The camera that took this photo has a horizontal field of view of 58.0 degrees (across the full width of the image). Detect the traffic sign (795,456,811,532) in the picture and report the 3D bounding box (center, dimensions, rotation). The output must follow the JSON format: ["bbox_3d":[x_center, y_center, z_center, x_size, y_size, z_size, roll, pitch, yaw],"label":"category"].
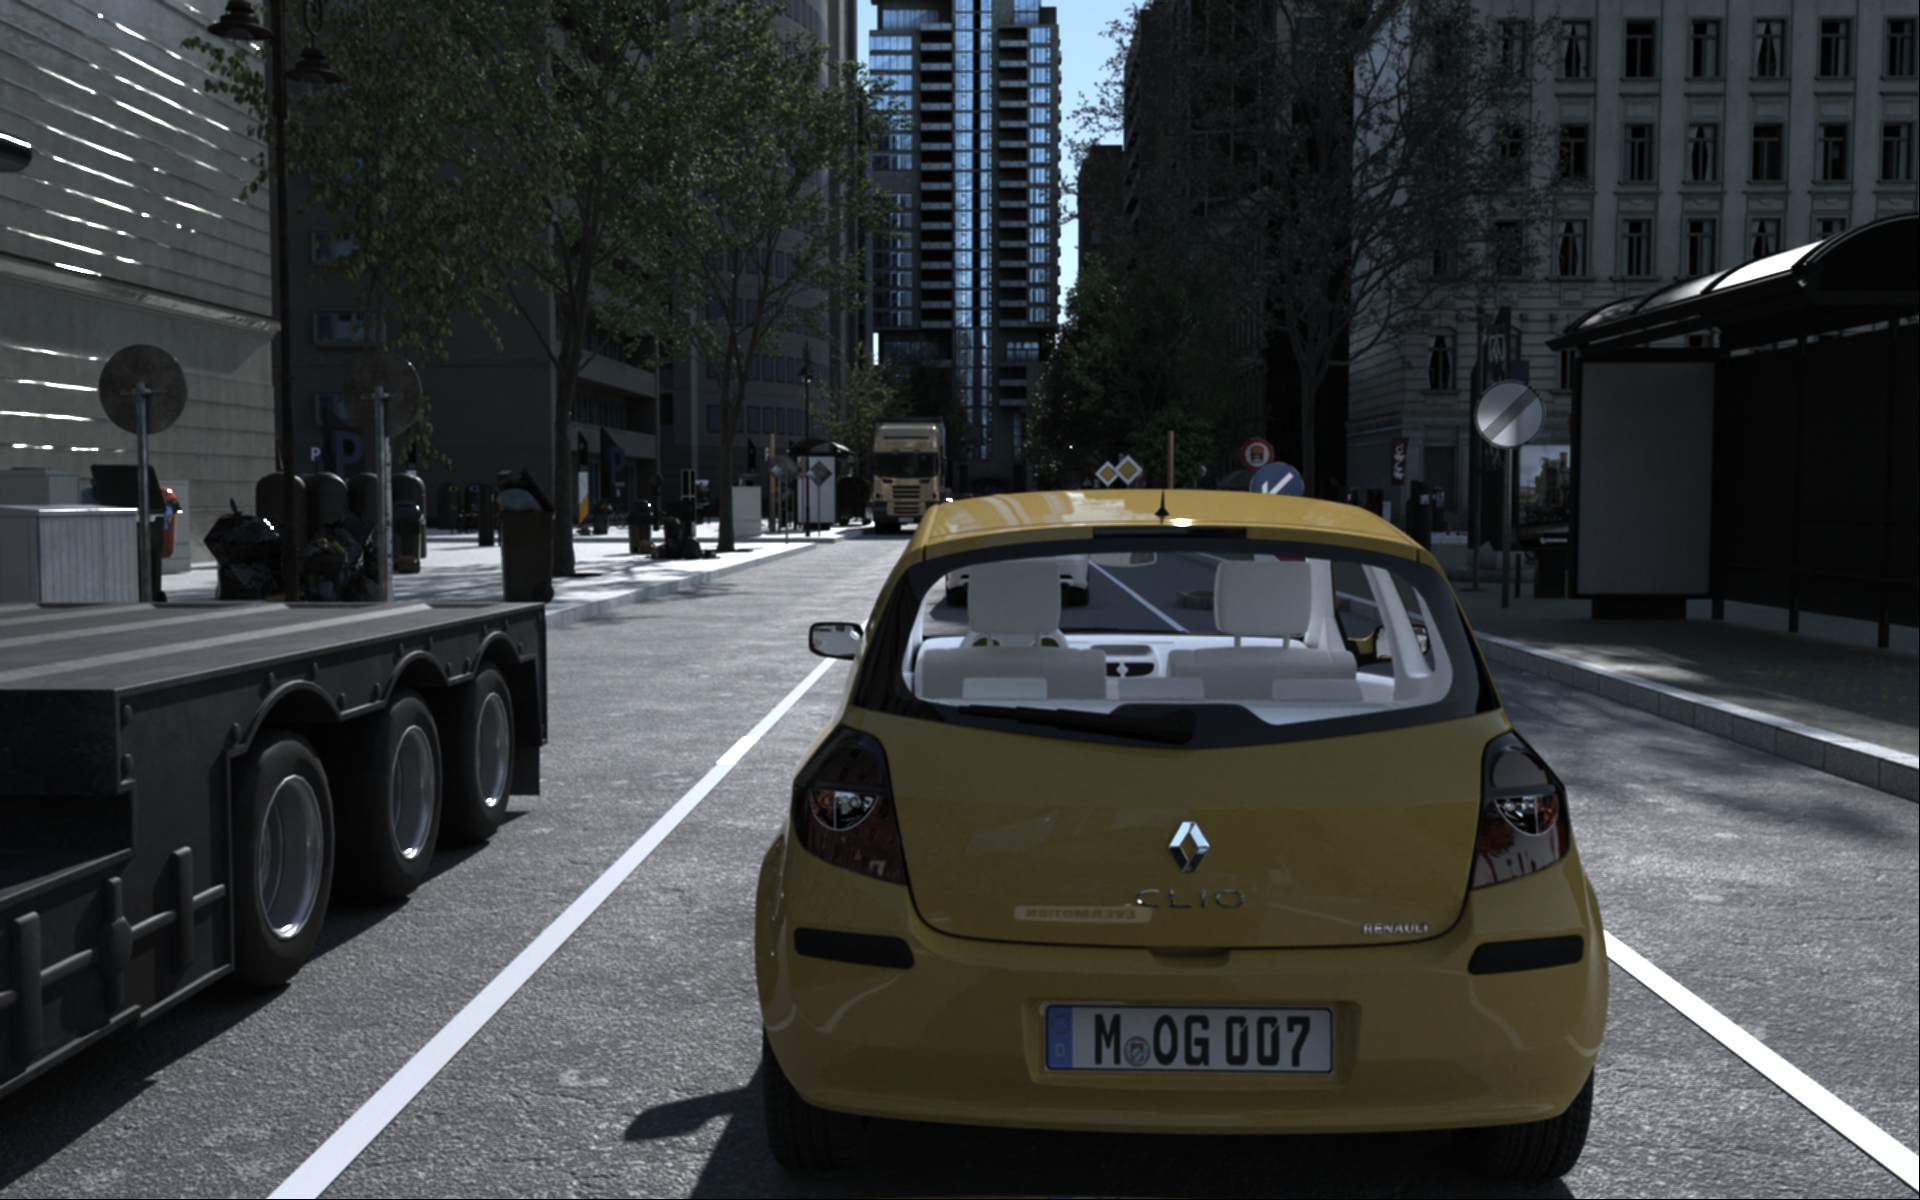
[{"bbox_3d":[-5.325,-3.596,58.793,0.884,2.594,0.081,1,4,9],"label":"traffic sign"}]

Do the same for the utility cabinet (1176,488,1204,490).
[{"bbox_3d":[8.674,-3.495,65.816,1.173,1.500,0.318,-2,4,-26],"label":"utility cabinet"}]

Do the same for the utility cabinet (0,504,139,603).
[{"bbox_3d":[-5.133,0.071,10.002,0.306,1.237,1.020,0,4,3],"label":"utility cabinet"}]

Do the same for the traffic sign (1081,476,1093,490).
[{"bbox_3d":[9.074,-7.574,123.833,0.884,2.594,0.081,0,4,4],"label":"traffic sign"}]

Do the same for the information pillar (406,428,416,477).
[{"bbox_3d":[-19.130,-4.222,60.381,0.183,3.616,0.504,1,4,17],"label":"information pillar"}]

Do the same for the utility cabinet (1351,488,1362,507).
[{"bbox_3d":[13.895,-3.210,61.161,0.318,1.500,1.173,2,4,28],"label":"utility cabinet"}]

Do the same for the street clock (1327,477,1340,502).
[{"bbox_3d":[15.688,-4.176,72.840,0.471,2.002,0.358,2,4,33],"label":"street clock"}]

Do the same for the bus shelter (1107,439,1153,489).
[{"bbox_3d":[7.613,-5.251,77.137,1.731,3.624,6.357,0,4,1],"label":"bus shelter"}]

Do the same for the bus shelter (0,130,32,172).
[{"bbox_3d":[-6.583,-1.721,5.766,2.179,5.291,8.768,0,4,1],"label":"bus shelter"}]

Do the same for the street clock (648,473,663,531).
[{"bbox_3d":[-10.623,-3.420,60.490,0.471,2.002,0.358,0,4,-1],"label":"street clock"}]

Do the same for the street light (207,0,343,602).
[{"bbox_3d":[-5.487,-2.525,14.072,0.468,5.910,1.993,0,4,1],"label":"street light"}]

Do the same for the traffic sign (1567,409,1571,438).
[{"bbox_3d":[7.997,-1.324,21.755,0.768,2.556,0.104,1,4,11],"label":"traffic sign"}]

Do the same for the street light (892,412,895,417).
[{"bbox_3d":[-3.711,-7.595,96.968,0.468,5.910,1.993,0,4,1],"label":"street light"}]

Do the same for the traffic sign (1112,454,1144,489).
[{"bbox_3d":[4.240,-2.456,43.793,0.795,2.450,0.064,0,4,1],"label":"traffic sign"}]

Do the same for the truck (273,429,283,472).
[{"bbox_3d":[-23.134,-3.200,48.240,9.791,3.379,3.469,0,4,0],"label":"truck"}]

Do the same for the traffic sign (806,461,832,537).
[{"bbox_3d":[-4.229,-2.957,51.983,0.795,2.450,0.064,0,4,1],"label":"traffic sign"}]

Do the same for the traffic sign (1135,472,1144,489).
[{"bbox_3d":[6.357,-3.810,62.395,0.768,2.556,0.104,1,4,10],"label":"traffic sign"}]

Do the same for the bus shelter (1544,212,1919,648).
[{"bbox_3d":[6.999,-1.302,15.207,2.014,3.302,5.546,0,4,1],"label":"bus shelter"}]

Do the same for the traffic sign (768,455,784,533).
[{"bbox_3d":[-5.898,-3.446,56.443,0.768,2.556,0.104,1,4,11],"label":"traffic sign"}]

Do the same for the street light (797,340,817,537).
[{"bbox_3d":[-4.599,-4.855,52.162,0.468,5.910,1.993,0,4,1],"label":"street light"}]

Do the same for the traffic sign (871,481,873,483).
[{"bbox_3d":[-5.216,-6.389,104.471,0.884,2.594,0.081,0,4,8],"label":"traffic sign"}]

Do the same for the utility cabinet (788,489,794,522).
[{"bbox_3d":[-7.632,-4.304,79.048,1.173,1.500,0.318,3,5,41],"label":"utility cabinet"}]

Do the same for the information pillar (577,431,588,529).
[{"bbox_3d":[-14.062,-4.477,64.560,0.183,3.616,0.504,2,4,26],"label":"information pillar"}]

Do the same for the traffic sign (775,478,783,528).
[{"bbox_3d":[-6.734,-3.863,65.296,0.606,2.300,0.079,0,4,4],"label":"traffic sign"}]

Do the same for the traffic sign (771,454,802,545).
[{"bbox_3d":[-4.402,-2.468,44.000,0.795,2.450,0.064,0,4,1],"label":"traffic sign"}]

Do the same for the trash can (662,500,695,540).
[{"bbox_3d":[-6.573,-1.763,40.480,0.748,1.137,0.748,0,3,0],"label":"trash can"}]

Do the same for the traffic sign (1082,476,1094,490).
[{"bbox_3d":[8.943,-7.426,121.424,0.884,2.594,0.081,0,4,3],"label":"traffic sign"}]

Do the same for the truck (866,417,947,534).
[{"bbox_3d":[-1.850,-4.662,65.142,2.839,4.237,11.283,0,4,0],"label":"truck"}]

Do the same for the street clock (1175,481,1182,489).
[{"bbox_3d":[9.485,-4.321,75.211,0.471,2.002,0.358,-1,4,-20],"label":"street clock"}]

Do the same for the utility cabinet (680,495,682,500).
[{"bbox_3d":[-12.381,-4.198,79.803,1.020,1.237,0.306,1,4,19],"label":"utility cabinet"}]

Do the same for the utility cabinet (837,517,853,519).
[{"bbox_3d":[-6.043,-4.865,90.698,1.020,1.237,0.306,3,5,43],"label":"utility cabinet"}]

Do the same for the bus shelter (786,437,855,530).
[{"bbox_3d":[-5.124,-4.304,64.289,2.014,3.302,5.546,0,4,1],"label":"bus shelter"}]

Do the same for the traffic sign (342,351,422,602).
[{"bbox_3d":[-5.148,-0.936,15.413,0.768,2.556,0.104,1,4,11],"label":"traffic sign"}]

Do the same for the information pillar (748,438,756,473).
[{"bbox_3d":[-8.710,-4.962,72.482,0.183,3.616,0.504,2,4,26],"label":"information pillar"}]

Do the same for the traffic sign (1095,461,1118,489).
[{"bbox_3d":[4.413,-2.944,51.776,0.795,2.450,0.064,0,4,1],"label":"traffic sign"}]

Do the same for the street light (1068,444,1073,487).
[{"bbox_3d":[8.079,-9.400,126.473,0.468,5.910,1.993,0,4,1],"label":"street light"}]

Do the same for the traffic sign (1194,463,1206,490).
[{"bbox_3d":[8.468,-3.804,62.308,0.768,2.556,0.104,0,4,2],"label":"traffic sign"}]

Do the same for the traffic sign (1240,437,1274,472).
[{"bbox_3d":[6.691,-2.385,39.102,0.768,2.556,0.104,0,4,2],"label":"traffic sign"}]

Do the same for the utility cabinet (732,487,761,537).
[{"bbox_3d":[-6.489,-2.638,51.803,0.318,1.500,1.173,3,5,41],"label":"utility cabinet"}]

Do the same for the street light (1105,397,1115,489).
[{"bbox_3d":[7.091,-6.695,82.251,0.468,5.910,1.993,0,4,1],"label":"street light"}]

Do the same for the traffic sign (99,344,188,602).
[{"bbox_3d":[-6.963,-0.897,14.775,0.768,2.556,0.104,0,4,2],"label":"traffic sign"}]

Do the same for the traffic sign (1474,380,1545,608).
[{"bbox_3d":[6.151,-1.183,19.455,0.768,2.556,0.104,0,4,8],"label":"traffic sign"}]

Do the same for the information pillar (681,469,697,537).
[{"bbox_3d":[-8.074,-2.878,51.555,0.304,2.012,0.304,2,4,26],"label":"information pillar"}]

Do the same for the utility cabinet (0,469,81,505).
[{"bbox_3d":[-8.236,-0.421,15.559,1.173,1.500,0.318,3,5,44],"label":"utility cabinet"}]

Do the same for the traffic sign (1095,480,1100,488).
[{"bbox_3d":[9.540,-7.155,119.106,0.606,2.300,0.079,0,4,2],"label":"traffic sign"}]

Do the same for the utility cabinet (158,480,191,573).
[{"bbox_3d":[-12.872,-1.158,27.619,0.318,1.500,1.173,2,4,23],"label":"utility cabinet"}]
